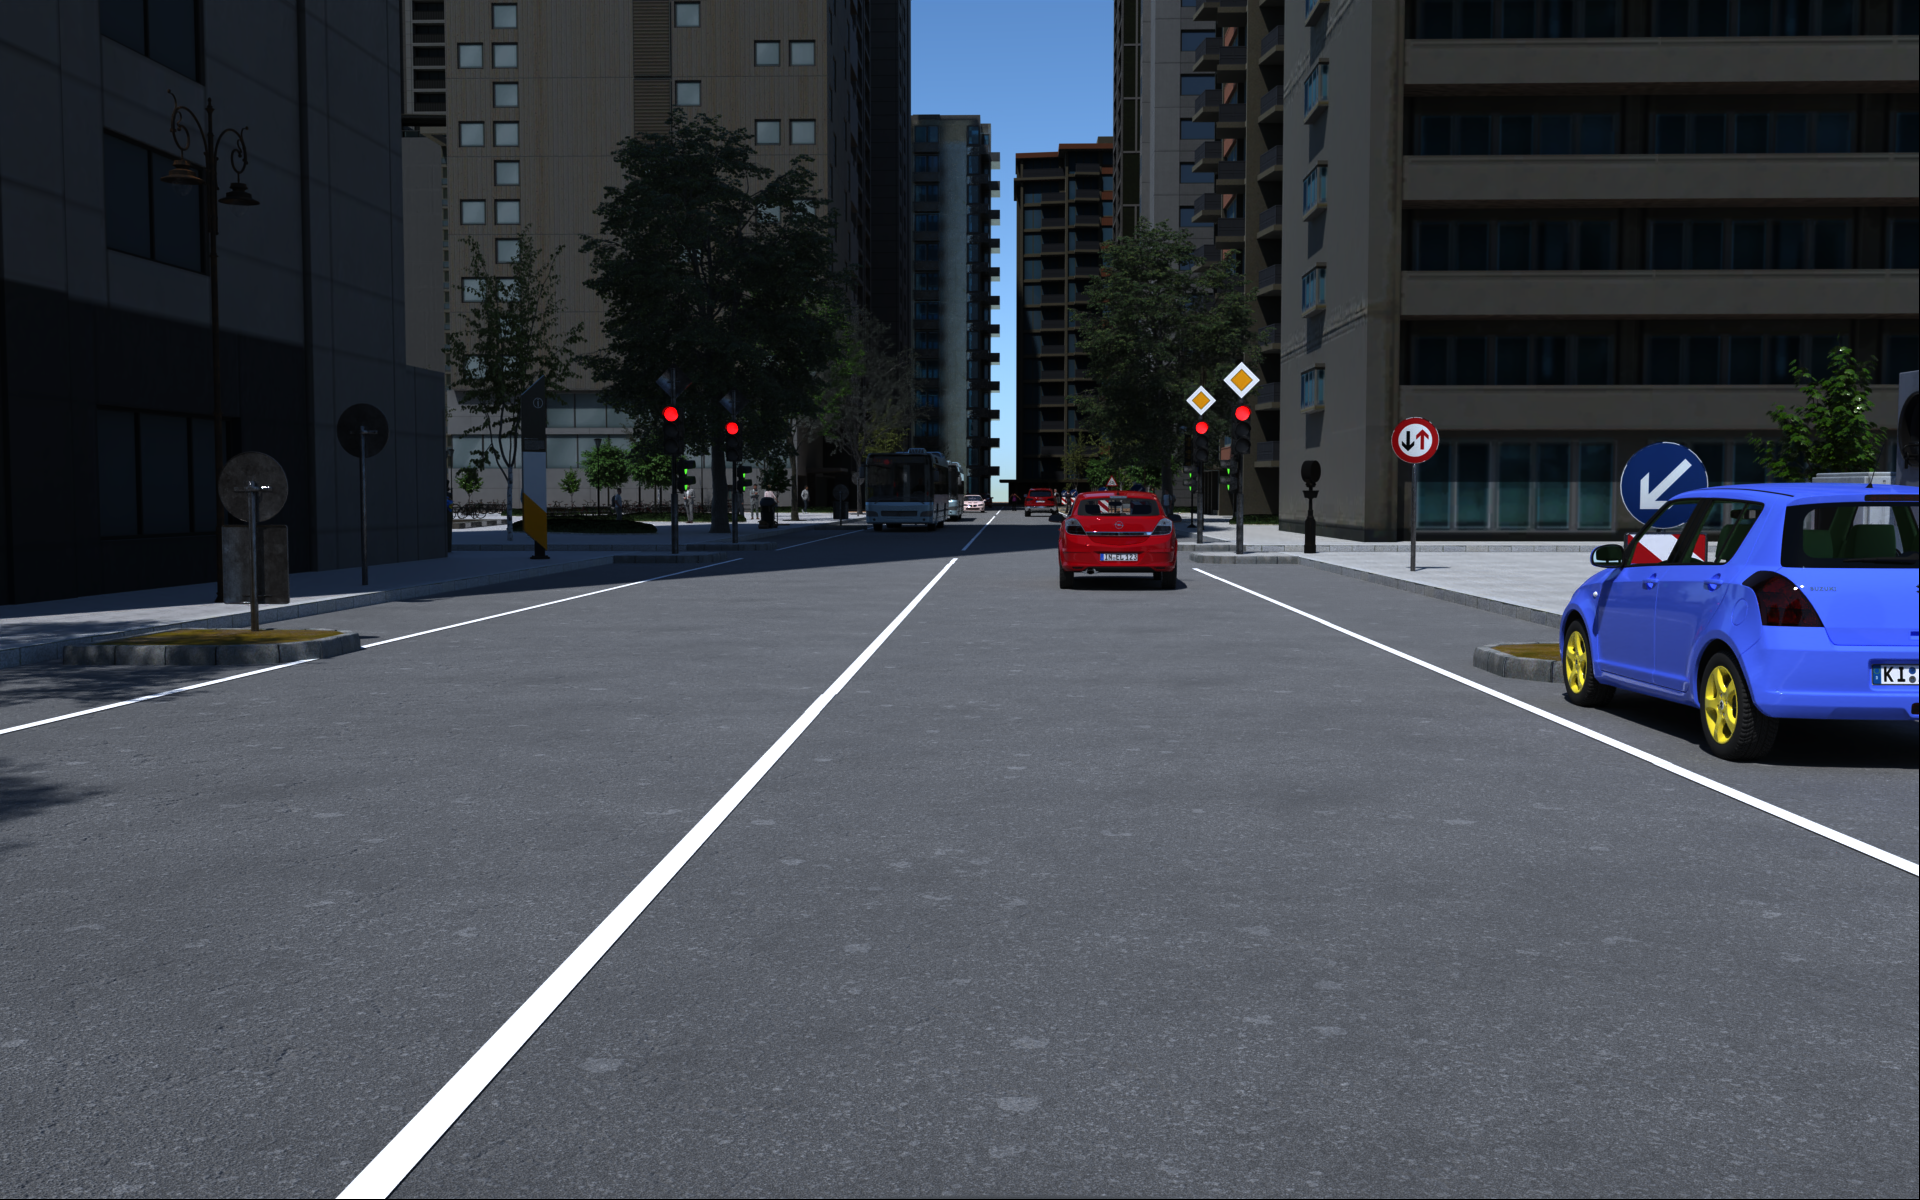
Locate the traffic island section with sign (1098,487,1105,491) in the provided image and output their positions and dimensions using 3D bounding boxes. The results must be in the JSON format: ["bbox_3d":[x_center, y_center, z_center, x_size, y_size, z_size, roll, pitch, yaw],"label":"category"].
[{"bbox_3d":[7.929,-5.447,97.691,1.989,1.847,2.006,0,4,2],"label":"traffic island section with sign"}]

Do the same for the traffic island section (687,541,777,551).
[{"bbox_3d":[-5.901,-1.407,45.278,2.009,0.180,2.903,0,4,2],"label":"traffic island section"}]

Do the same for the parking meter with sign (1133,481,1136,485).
[{"bbox_3d":[10.041,-6.239,98.267,0.543,3.016,1.738,0,4,-2],"label":"parking meter with sign"}]

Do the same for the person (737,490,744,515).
[{"bbox_3d":[-10.962,-4.873,86.130,0.576,1.772,0.534,1,4,23],"label":"person"}]

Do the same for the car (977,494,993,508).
[{"bbox_3d":[2.437,-10.493,180.604,2.155,1.783,4.494,0,4,3],"label":"car"}]

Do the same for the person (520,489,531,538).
[{"bbox_3d":[-12.623,-2.747,50.975,0.660,1.820,0.620,-3,5,-41],"label":"person"}]

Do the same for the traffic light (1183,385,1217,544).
[{"bbox_3d":[6.195,-3.416,44.774,0.839,4.253,0.868,0,4,2],"label":"traffic light"}]

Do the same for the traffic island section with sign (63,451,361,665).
[{"bbox_3d":[-6.516,-0.417,15.443,1.989,1.847,2.006,0,4,2],"label":"traffic island section with sign"}]

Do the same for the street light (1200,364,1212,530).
[{"bbox_3d":[8.677,-5.450,61.902,0.468,5.910,1.993,0,4,2],"label":"street light"}]

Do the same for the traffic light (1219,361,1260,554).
[{"bbox_3d":[5.940,-2.928,36.793,0.839,4.253,0.868,0,4,2],"label":"traffic light"}]

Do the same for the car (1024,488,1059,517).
[{"bbox_3d":[5.206,-6.261,111.046,2.281,1.827,5.304,0,4,4],"label":"car"}]

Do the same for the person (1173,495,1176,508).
[{"bbox_3d":[10.166,-4.594,83.758,0.523,1.515,0.503,3,4,36],"label":"person"}]

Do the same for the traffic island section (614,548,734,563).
[{"bbox_3d":[-6.155,-0.918,37.297,2.009,0.180,2.903,0,4,2],"label":"traffic island section"}]

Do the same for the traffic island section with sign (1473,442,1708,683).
[{"bbox_3d":[5.254,-0.323,13.911,1.989,1.847,2.006,0,4,2],"label":"traffic island section with sign"}]

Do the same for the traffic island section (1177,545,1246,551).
[{"bbox_3d":[6.234,-1.383,44.887,2.009,0.180,2.903,0,4,2],"label":"traffic island section"}]

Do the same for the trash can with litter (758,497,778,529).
[{"bbox_3d":[-7.156,-3.328,65.796,0.624,1.170,1.055,-2,4,-26],"label":"trash can with litter"}]

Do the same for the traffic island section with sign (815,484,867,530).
[{"bbox_3d":[-4.782,-3.749,69.931,1.989,1.847,2.006,0,4,2],"label":"traffic island section with sign"}]

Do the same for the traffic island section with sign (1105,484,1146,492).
[{"bbox_3d":[7.053,-3.772,70.294,1.989,1.847,2.006,0,4,2],"label":"traffic island section with sign"}]

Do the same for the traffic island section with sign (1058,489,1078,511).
[{"bbox_3d":[9.492,-8.438,146.590,1.989,1.847,2.006,0,4,2],"label":"traffic island section with sign"}]

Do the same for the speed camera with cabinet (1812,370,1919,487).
[{"bbox_3d":[6.978,-1.125,12.730,0.660,3.252,2.038,0,4,3],"label":"speed camera with cabinet"}]

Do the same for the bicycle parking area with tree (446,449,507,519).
[{"bbox_3d":[-29.608,-6.221,88.719,8.231,4.147,9.016,3,5,40],"label":"bicycle parking area with tree"}]

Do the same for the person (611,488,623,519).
[{"bbox_3d":[-12.641,-3.398,64.201,0.523,1.515,0.503,-2,4,-25],"label":"person"}]

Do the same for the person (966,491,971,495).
[{"bbox_3d":[0.851,-10.009,172.592,0.683,1.767,0.568,1,4,18],"label":"person"}]

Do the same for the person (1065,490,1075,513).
[{"bbox_3d":[8.166,-7.319,128.965,0.742,1.727,0.445,-3,4,-37],"label":"person"}]

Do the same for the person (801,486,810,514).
[{"bbox_3d":[-10.144,-6.567,113.263,0.795,1.843,0.661,3,5,40],"label":"person"}]

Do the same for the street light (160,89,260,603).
[{"bbox_3d":[-8.747,-2.910,20.366,0.468,5.910,1.993,0,4,2],"label":"street light"}]

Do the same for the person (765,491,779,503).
[{"bbox_3d":[-9.742,-5.082,89.802,0.731,1.740,0.598,-1,4,-23],"label":"person"}]

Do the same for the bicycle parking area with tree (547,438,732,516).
[{"bbox_3d":[-18.254,-6.434,92.198,9.016,4.147,8.231,2,4,27],"label":"bicycle parking area with tree"}]

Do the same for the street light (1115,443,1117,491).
[{"bbox_3d":[10.726,-8.971,119.464,0.468,5.910,1.993,0,4,2],"label":"street light"}]

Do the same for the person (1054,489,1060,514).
[{"bbox_3d":[6.436,-6.613,117.022,0.661,1.777,0.834,3,5,42],"label":"person"}]

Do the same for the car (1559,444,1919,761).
[{"bbox_3d":[4.964,-0.061,10.588,1.945,1.707,3.694,0,4,1],"label":"car"}]

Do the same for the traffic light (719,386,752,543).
[{"bbox_3d":[-5.861,-3.439,45.142,0.839,4.253,0.868,0,4,2],"label":"traffic light"}]

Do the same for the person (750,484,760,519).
[{"bbox_3d":[-10.400,-4.988,87.781,0.511,1.800,0.466,-1,4,-22],"label":"person"}]

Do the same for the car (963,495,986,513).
[{"bbox_3d":[0.975,-7.441,134.023,2.083,1.381,4.827,0,3,0],"label":"car"}]

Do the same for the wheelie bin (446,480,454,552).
[{"bbox_3d":[-11.542,-1.841,38.014,0.980,1.594,0.693,0,4,4],"label":"wheelie bin"}]

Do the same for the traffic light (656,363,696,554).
[{"bbox_3d":[-6.116,-2.950,37.161,0.839,4.253,0.868,0,4,2],"label":"traffic light"}]

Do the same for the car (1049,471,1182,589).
[{"bbox_3d":[2.484,-1.137,27.635,2.155,1.783,4.494,0,4,4],"label":"car"}]

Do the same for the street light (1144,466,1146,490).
[{"bbox_3d":[9.691,-7.214,90.736,0.468,5.910,1.993,0,4,2],"label":"street light"}]

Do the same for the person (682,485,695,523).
[{"bbox_3d":[-11.947,-4.272,76.092,0.606,1.804,0.583,1,4,10],"label":"person"}]

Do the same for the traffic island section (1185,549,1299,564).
[{"bbox_3d":[5.980,-0.895,36.906,2.009,0.180,2.903,0,4,2],"label":"traffic island section"}]

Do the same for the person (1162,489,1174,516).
[{"bbox_3d":[8.819,-3.957,73.341,0.503,1.515,0.523,1,4,10],"label":"person"}]

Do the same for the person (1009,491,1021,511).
[{"bbox_3d":[4.656,-8.432,147.050,1.217,1.739,0.721,3,4,39],"label":"person"}]

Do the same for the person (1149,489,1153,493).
[{"bbox_3d":[11.132,-5.780,100.795,0.529,1.795,0.600,1,4,10],"label":"person"}]
